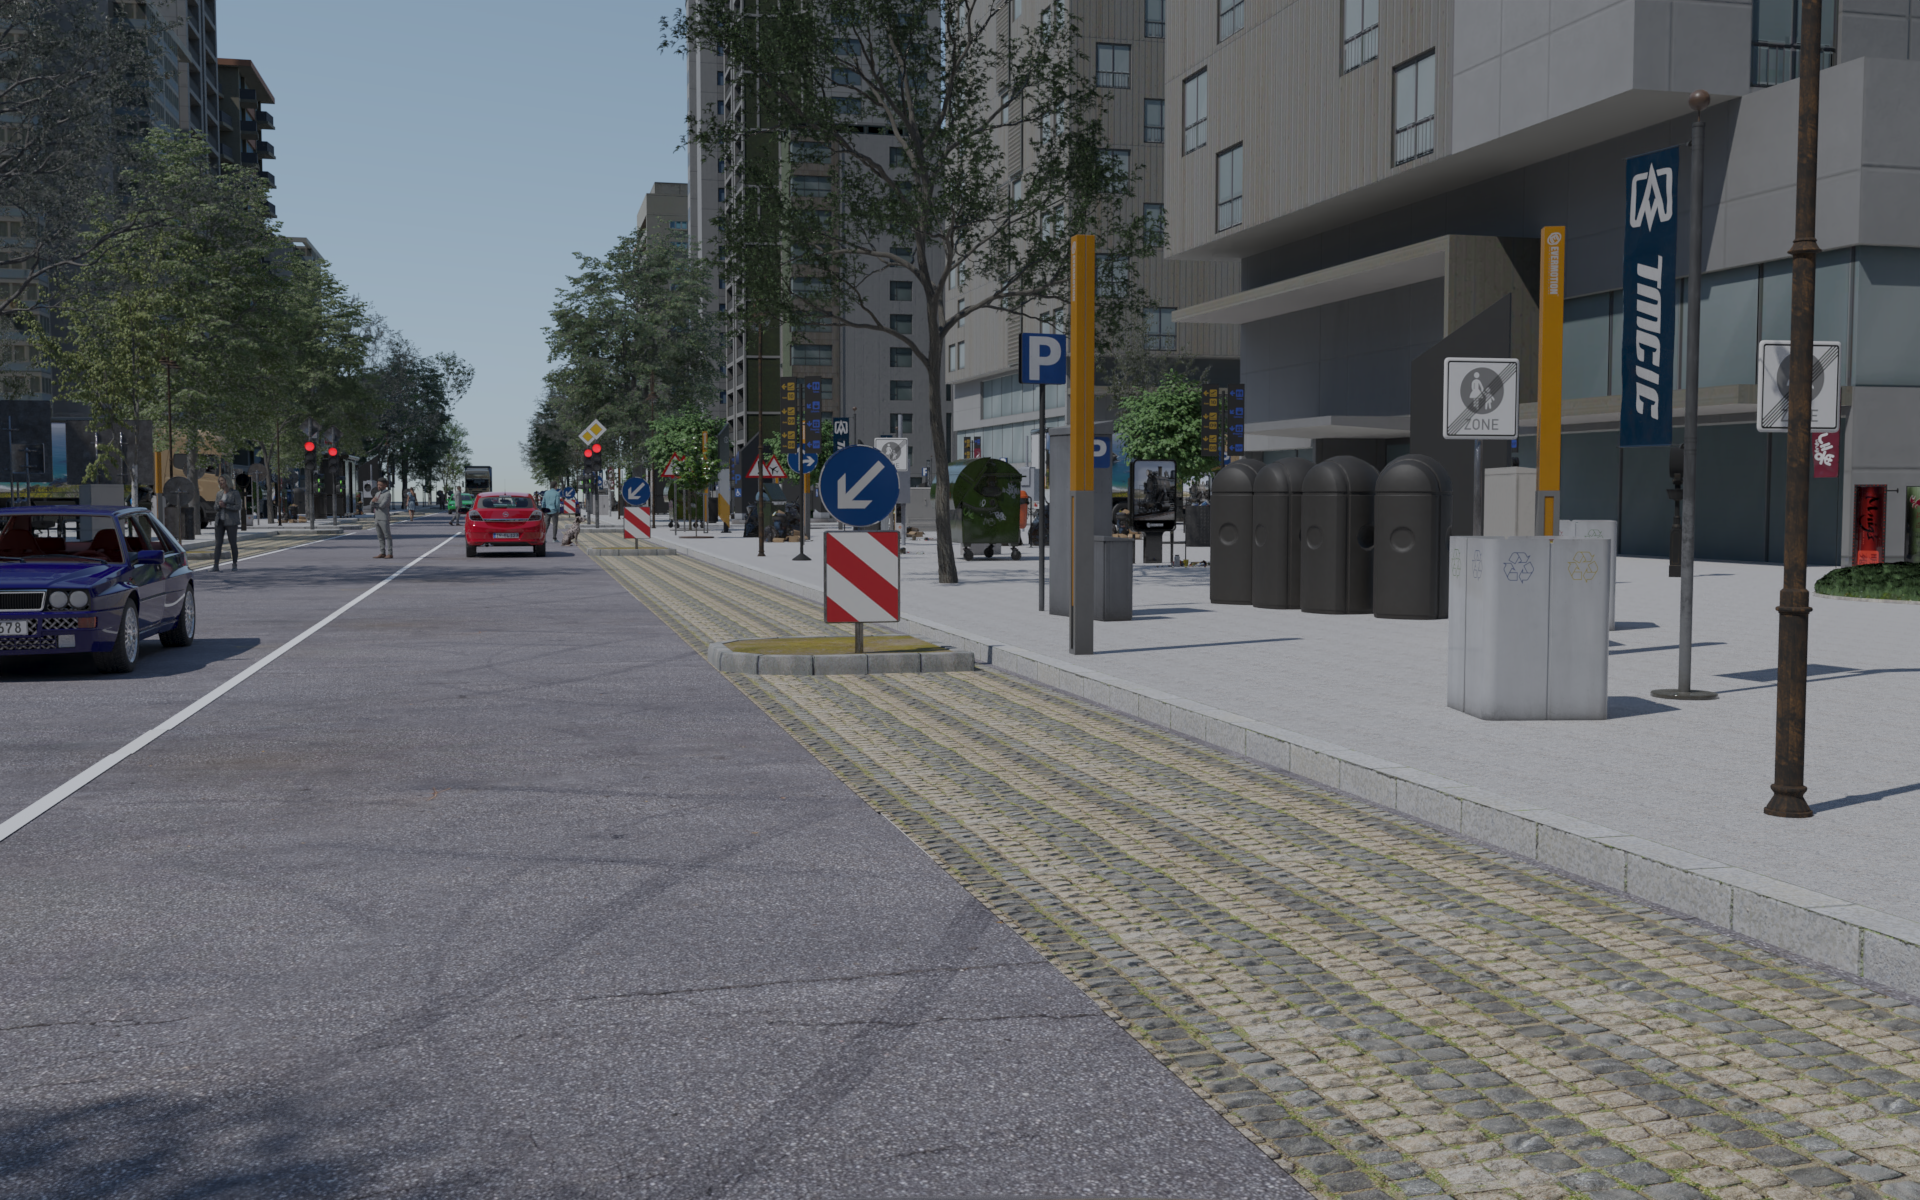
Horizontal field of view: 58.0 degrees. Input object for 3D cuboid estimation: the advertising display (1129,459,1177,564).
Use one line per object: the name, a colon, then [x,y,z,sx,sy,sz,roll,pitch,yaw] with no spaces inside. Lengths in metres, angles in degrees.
advertising display: [3.568,-1.639,32.005,0.974,1.923,0.123,-2,4,-28]

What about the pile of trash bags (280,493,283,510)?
pile of trash bags: [-49.461,-7.116,126.092,1.912,1.369,3.447,-1,4,-17]

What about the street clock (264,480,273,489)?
street clock: [-36.289,-5.290,91.066,0.471,2.002,0.358,1,4,16]

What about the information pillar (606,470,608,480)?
information pillar: [-29.450,-9.397,145.001,0.504,3.616,0.183,3,4,38]

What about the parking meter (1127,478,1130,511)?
parking meter: [5.373,-2.920,53.451,0.255,1.863,0.399,-2,4,-32]

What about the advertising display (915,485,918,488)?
advertising display: [-3.030,-7.045,120.403,0.123,1.923,0.974,0,4,6]

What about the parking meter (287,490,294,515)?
parking meter: [-37.953,-5.490,98.166,0.372,1.533,0.369,0,3,0]

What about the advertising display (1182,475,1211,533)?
advertising display: [7.737,-3.152,56.742,0.974,1.923,0.123,2,4,32]

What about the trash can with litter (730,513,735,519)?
trash can with litter: [-11.349,-4.738,88.854,1.055,1.170,0.624,-1,4,-13]

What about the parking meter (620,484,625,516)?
parking meter: [-19.877,-5.878,101.815,0.255,1.863,0.399,1,4,14]

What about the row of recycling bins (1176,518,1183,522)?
row of recycling bins: [9.969,-4.465,80.123,1.069,1.692,3.534,-2,4,-31]

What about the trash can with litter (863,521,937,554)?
trash can with litter: [-1.725,-1.614,37.440,1.678,1.210,2.233,-3,5,-44]

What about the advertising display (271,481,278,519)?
advertising display: [-38.023,-5.561,96.136,0.123,1.923,0.974,-2,4,-33]

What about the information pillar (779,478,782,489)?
information pillar: [-15.152,-9.458,145.990,0.183,3.616,0.504,-2,4,-25]

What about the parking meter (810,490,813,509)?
parking meter: [-9.785,-6.520,115.020,0.372,1.533,0.369,0,3,0]

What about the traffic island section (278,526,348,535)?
traffic island section: [-23.328,-2.450,62.332,2.009,0.180,2.903,-1,4,-14]

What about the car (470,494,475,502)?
car: [-42.247,-8.329,148.178,2.014,1.417,4.499,-1,4,-13]

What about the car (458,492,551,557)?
car: [-10.724,-1.943,40.811,2.155,1.783,4.494,-1,4,-15]

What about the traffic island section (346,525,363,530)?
traffic island section: [-25.300,-2.923,70.070,2.009,0.180,2.903,-1,4,-14]

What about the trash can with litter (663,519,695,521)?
trash can with litter: [-13.521,-4.466,84.069,2.233,1.210,1.678,-3,4,-37]

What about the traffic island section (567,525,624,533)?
traffic island section: [-13.547,-2.601,64.811,2.009,0.180,2.903,-1,4,-14]

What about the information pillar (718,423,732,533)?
information pillar: [-7.769,-4.016,57.017,0.183,3.616,0.504,2,4,34]

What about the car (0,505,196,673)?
car: [-7.772,-0.140,14.863,1.945,1.354,3.894,-1,4,-14]

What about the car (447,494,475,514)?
car: [-35.510,-7.001,123.258,1.959,1.807,4.718,-1,4,-15]

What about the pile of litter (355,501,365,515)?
pile of litter: [-37.994,-5.808,108.927,1.176,0.858,1.719,-2,4,-26]

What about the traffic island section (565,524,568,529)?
traffic island section: [-15.519,-3.075,72.550,2.009,0.180,2.903,-1,4,-14]

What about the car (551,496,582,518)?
car: [-23.683,-5.589,103.961,1.945,1.354,3.894,-1,4,-14]

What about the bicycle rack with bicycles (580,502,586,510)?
bicycle rack with bicycles: [-29.397,-7.724,139.674,2.925,0.926,2.852,-3,5,-40]

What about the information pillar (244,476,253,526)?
information pillar: [-28.346,-3.940,68.914,0.304,2.012,0.304,-3,5,-43]

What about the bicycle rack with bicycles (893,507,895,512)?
bicycle rack with bicycles: [-4.068,-5.013,95.351,2.852,0.926,2.925,1,4,10]

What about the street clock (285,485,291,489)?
street clock: [-51.907,-7.908,133.870,0.358,2.002,0.471,0,4,4]

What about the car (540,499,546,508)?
car: [-35.690,-8.476,151.160,1.945,1.354,3.894,-1,4,-14]

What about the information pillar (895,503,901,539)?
information pillar: [-1.695,-2.750,49.449,0.304,2.012,0.304,0,4,6]

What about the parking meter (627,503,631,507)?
parking meter: [-21.926,-6.522,115.042,0.372,1.533,0.369,0,3,0]

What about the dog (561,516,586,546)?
dog: [-10.782,-1.892,47.772,0.800,0.831,0.513,2,4,32]

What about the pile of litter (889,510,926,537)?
pile of litter: [-1.571,-2.319,51.886,1.176,0.858,1.719,1,4,23]

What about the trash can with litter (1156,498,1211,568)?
trash can with litter: [4.631,-1.196,30.610,2.233,1.210,1.678,1,4,10]

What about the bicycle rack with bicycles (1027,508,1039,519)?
bicycle rack with bicycles: [3.809,-4.046,79.536,2.925,0.926,2.852,-3,4,-38]

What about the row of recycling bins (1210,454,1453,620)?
row of recycling bins: [4.003,-0.735,19.135,1.069,1.692,3.534,-2,4,-30]

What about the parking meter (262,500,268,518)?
parking meter: [-38.633,-5.532,96.165,0.399,1.863,0.255,1,4,13]

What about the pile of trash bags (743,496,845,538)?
pile of trash bags: [-4.879,-2.568,51.737,3.447,1.369,1.912,0,4,6]

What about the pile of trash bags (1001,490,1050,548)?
pile of trash bags: [1.616,-2.024,42.839,1.912,1.369,3.447,0,4,6]

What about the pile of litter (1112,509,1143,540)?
pile of litter: [4.645,-2.128,48.761,1.719,0.858,1.176,1,4,19]

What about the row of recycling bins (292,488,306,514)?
row of recycling bins: [-42.248,-6.368,111.223,1.069,1.692,3.534,-1,4,-9]

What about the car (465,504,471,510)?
car: [-16.694,-3.086,62.261,2.131,1.459,4.920,-1,4,-15]

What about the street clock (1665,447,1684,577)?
street clock: [11.063,-1.354,26.716,0.358,2.002,0.471,2,4,27]

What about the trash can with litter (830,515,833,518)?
trash can with litter: [-7.000,-5.333,98.580,0.624,1.170,1.055,0,4,6]

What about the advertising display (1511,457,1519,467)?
advertising display: [9.636,-1.552,30.588,0.123,1.923,0.974,0,4,-1]

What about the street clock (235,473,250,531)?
street clock: [-24.944,-3.406,60.261,0.471,2.002,0.358,-1,4,-23]

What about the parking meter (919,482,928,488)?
parking meter: [-1.826,-4.922,86.178,0.399,1.863,0.255,2,4,32]

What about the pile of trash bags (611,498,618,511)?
pile of trash bags: [-26.668,-7.334,129.656,1.912,1.369,3.447,2,4,32]

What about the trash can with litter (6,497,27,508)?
trash can with litter: [-26.419,-2.337,49.275,1.678,1.210,2.233,-1,4,-12]

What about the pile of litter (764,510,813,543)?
pile of litter: [-4.609,-1.984,46.410,1.719,0.858,1.176,-3,5,-40]

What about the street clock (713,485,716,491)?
street clock: [-20.394,-8.572,144.725,0.471,2.002,0.358,-2,4,-29]

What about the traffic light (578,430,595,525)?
traffic light: [-15.561,-5.107,72.425,0.839,4.253,0.868,-1,4,-14]

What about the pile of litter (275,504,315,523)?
pile of litter: [-29.569,-3.858,77.041,1.719,0.858,1.176,-1,4,-18]
